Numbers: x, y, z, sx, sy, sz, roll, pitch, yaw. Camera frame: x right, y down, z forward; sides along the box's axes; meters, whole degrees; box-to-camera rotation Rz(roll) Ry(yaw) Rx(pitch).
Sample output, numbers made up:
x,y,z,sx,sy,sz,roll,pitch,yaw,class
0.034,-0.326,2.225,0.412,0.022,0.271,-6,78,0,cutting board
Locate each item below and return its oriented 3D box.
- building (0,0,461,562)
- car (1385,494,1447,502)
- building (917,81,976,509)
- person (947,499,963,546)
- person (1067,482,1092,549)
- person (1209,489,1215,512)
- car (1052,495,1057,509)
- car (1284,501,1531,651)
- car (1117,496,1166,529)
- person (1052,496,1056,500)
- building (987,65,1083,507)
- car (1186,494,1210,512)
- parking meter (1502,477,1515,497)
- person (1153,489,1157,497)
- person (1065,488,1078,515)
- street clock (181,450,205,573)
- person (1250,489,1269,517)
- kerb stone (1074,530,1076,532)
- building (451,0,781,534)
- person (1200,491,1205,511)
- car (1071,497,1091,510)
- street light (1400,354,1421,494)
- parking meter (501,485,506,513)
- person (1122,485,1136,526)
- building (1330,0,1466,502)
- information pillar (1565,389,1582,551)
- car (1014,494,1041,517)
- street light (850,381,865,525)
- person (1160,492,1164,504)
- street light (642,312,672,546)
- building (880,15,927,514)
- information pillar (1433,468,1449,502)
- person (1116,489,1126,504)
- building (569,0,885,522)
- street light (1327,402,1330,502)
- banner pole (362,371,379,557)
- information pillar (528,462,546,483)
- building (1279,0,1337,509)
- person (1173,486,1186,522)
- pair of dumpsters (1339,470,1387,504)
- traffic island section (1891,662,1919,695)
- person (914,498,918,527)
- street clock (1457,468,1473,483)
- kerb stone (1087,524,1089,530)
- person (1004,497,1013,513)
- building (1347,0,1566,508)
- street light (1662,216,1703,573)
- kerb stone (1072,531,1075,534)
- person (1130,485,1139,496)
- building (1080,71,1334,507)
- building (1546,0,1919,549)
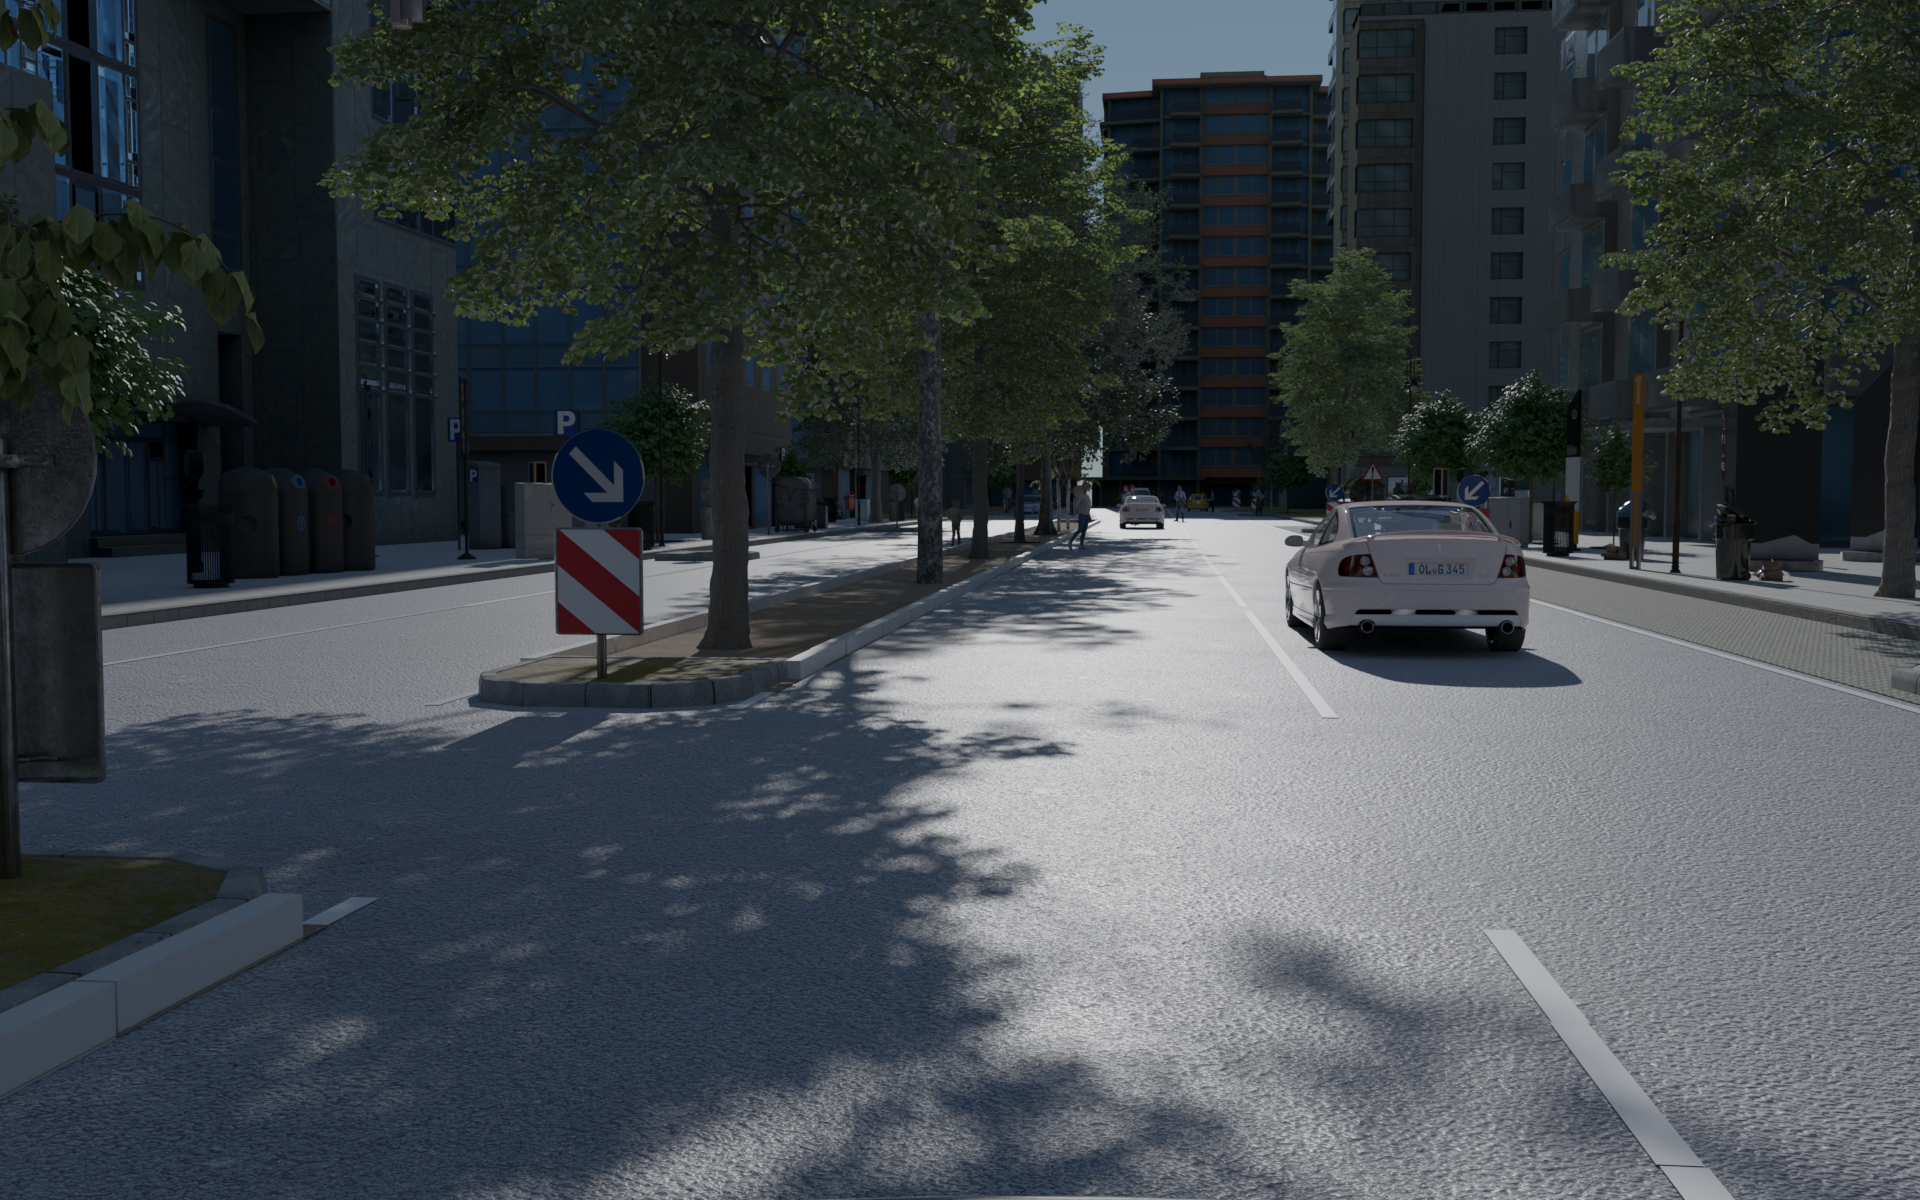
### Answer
x,y,z,sx,sy,sz,roll,pitch,yaw,class
-24.678,-43.937,31.035,22.319,86.520,31.000,0,4,6,building
10.961,-1.970,41.999,2.009,1.686,4.222,0,4,7,car
-4.818,-28.805,154.555,14.086,41.232,14.154,0,4,6,building
-0.130,-2.115,47.345,0.475,1.303,0.640,1,4,10,person
3.051,-2.176,44.754,0.598,1.740,0.731,1,4,21,person
19.727,-7.765,135.440,0.705,1.826,1.348,1,4,17,person
8.289,-9.095,161.278,1.945,1.354,3.894,0,4,6,car
4.330,-0.297,17.226,2.083,1.381,4.827,0,4,5,car
7.662,-3.719,73.161,2.083,1.381,4.827,0,4,5,car
8.210,-9.096,157.935,1.217,1.735,0.721,3,4,38,person
5.561,-32.537,182.092,14.200,45.320,14.600,0,4,6,building
19.674,-8.132,143.186,2.015,1.641,3.980,0,4,7,car
19.017,-3.326,60.097,0.255,1.863,0.399,-3,4,-38,parking meter
14.890,-7.583,132.508,0.705,1.821,1.348,1,4,22,person
7.698,-6.769,119.187,1.348,1.822,0.705,-3,5,-39,person
-12.498,-1.448,28.249,0.358,2.002,0.471,-3,4,-38,street clock
19.098,-6.197,110.557,1.217,1.736,0.721,1,4,9,person
3.700,-2.165,57.600,0.120,0.150,1.000,0,4,6,kerb stone
-14.398,-25.184,61.874,14.600,45.320,14.200,0,4,6,building
20.482,-8.373,146.312,0.530,1.710,0.541,1,4,17,person
10.623,-8.688,154.416,2.083,1.381,4.827,0,4,6,car
14.848,-5.164,57.218,0.468,5.910,1.993,0,4,6,street light
-12.813,-2.432,48.181,0.372,1.533,0.369,0,3,0,parking meter
7.362,-4.134,76.192,0.778,1.811,0.616,0,4,0,person
32.698,-26.638,119.131,14.154,41.232,14.086,0,4,6,building
13.780,-2.909,38.915,0.183,3.616,0.504,-1,4,-10,information pillar
4.335,-5.740,105.846,2.014,1.417,4.499,0,4,8,car
-4.152,-6.008,71.025,0.468,5.910,1.993,0,4,6,street light
19.037,-9.374,163.242,0.415,1.643,0.593,1,4,22,person
-7.315,-4.253,42.326,0.468,5.910,1.993,0,4,6,street light
-14.159,-30.544,119.005,23.786,49.044,30.456,0,4,6,building
13.607,-2.725,49.042,0.304,2.012,0.304,-3,5,-40,information pillar
12.735,-7.728,134.849,1.348,1.824,0.705,3,5,43,person
-12.085,-27.283,96.188,14.600,45.320,14.200,0,4,6,building
18.202,-6.900,85.605,0.468,5.910,1.993,0,4,6,street light
-11.988,-2.759,35.124,0.401,3.779,0.863,-2,4,-27,banner pole
-9.565,-2.126,39.250,0.304,2.012,0.304,-3,5,-40,information pillar
38.685,-50.603,140.032,22.319,86.520,31.000,0,4,6,building
11.351,-4.984,89.853,0.709,1.838,0.599,2,4,30,person
16.556,-4.208,71.289,1.574,2.255,4.437,0,4,6,pair of dumpsters
7.735,0.644,11.756,2.009,0.180,2.903,0,4,6,traffic island section
-1.748,-3.977,76.126,0.523,1.515,0.503,2,4,28,person
14.011,-2.662,48.095,0.471,2.002,0.358,-3,4,-38,street clock
4.958,-2.850,68.794,0.120,0.150,1.000,0,4,6,kerb stone
3.303,-6.669,118.228,0.721,1.739,1.217,2,4,31,person
30.494,-20.417,105.513,14.160,30.474,14.107,0,4,6,building
11.644,-3.378,28.017,0.468,5.910,1.993,0,4,6,street light
3.590,-2.103,56.580,0.120,0.150,1.000,0,4,6,kerb stone
8.310,-4.528,82.334,0.655,1.846,0.447,-1,4,-21,person
27.683,-32.295,182.644,28.867,44.769,22.147,0,4,6,building
30.921,-26.401,51.269,23.786,49.044,30.456,0,4,6,building
